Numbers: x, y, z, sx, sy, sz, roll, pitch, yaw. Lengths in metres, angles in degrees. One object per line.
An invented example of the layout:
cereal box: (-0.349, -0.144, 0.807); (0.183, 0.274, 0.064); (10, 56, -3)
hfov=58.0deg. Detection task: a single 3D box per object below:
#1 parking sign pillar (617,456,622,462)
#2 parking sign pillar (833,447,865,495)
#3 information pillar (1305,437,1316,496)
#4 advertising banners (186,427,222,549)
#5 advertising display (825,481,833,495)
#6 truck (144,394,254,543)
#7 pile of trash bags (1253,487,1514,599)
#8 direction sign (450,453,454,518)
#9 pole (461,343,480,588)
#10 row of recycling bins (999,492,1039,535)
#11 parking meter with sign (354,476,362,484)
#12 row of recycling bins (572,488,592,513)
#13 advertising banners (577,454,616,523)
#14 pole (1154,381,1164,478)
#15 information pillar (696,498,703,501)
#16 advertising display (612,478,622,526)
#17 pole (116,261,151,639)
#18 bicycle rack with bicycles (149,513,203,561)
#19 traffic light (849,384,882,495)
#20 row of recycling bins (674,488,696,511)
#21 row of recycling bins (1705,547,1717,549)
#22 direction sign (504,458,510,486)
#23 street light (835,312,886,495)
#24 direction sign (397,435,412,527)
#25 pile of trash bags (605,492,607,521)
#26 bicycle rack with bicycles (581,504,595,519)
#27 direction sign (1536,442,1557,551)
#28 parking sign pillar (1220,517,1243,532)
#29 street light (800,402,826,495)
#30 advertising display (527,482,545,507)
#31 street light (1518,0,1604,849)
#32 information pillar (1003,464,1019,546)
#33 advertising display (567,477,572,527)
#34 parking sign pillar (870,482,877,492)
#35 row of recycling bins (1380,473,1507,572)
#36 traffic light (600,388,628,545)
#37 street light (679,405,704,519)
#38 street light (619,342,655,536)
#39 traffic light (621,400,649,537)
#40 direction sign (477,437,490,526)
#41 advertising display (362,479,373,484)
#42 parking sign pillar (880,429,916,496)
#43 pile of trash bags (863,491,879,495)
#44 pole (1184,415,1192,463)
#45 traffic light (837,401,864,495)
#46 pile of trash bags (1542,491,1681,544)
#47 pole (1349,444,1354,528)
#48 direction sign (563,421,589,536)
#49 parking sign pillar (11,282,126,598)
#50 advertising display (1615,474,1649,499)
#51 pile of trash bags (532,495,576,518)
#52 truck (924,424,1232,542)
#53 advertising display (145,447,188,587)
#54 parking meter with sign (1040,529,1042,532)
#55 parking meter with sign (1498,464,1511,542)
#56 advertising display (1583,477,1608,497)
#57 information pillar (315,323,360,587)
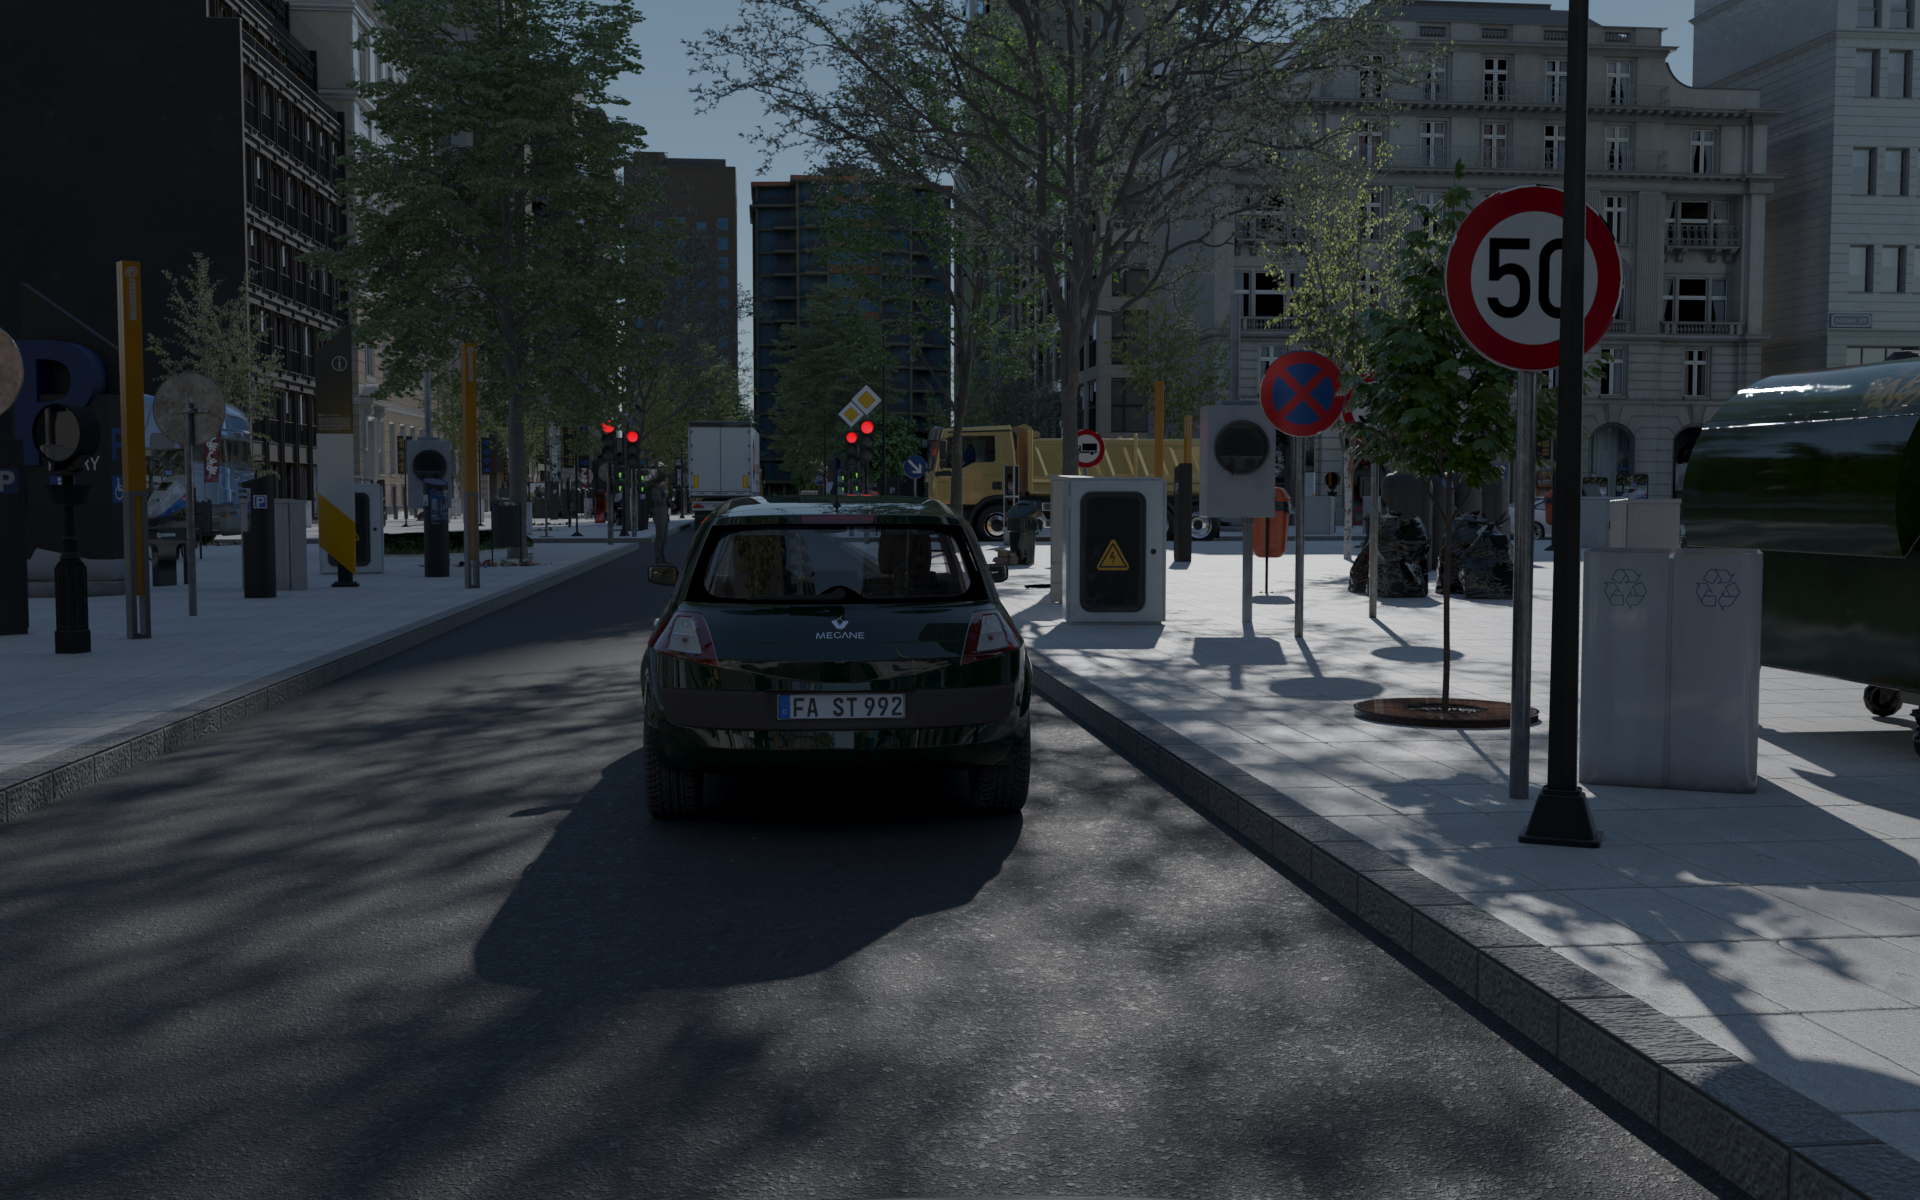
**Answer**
parking sign pillar: (-21.396, -7.239, 106.833); (1.447, 3.967, 1.447); (0, 4, -8)
parking sign pillar: (-5.513, -5.703, 81.710); (1.447, 3.967, 1.447); (-2, 4, -31)
information pillar: (13.484, -4.619, 66.876); (0.183, 3.616, 0.504); (-3, 5, -43)
advertising banners: (-18.217, -2.724, 40.719); (2.074, 3.025, 0.090); (1, 4, 13)
advertising display: (-6.065, -4.829, 84.167); (0.974, 1.923, 0.123); (1, 4, 13)
truck: (-27.609, -3.379, 45.007); (18.799, 4.110, 2.967); (0, 4, -6)
pile of trash bags: (5.385, -0.763, 22.227); (3.447, 1.369, 1.912); (1, 4, 16)
direction sign: (-26.995, -6.085, 91.485); (0.876, 3.537, 0.379); (3, 5, 41)
pole: (-6.655, -1.816, 23.536); (0.158, 3.312, 0.155); (0, 3, 0)
row of recycling bins: (1.805, -2.958, 55.472); (1.069, 1.692, 3.534); (-1, 4, -11)
parking meter with sign: (-25.263, -4.644, 72.188); (1.738, 3.016, 0.543); (-1, 4, -16)
row of recycling bins: (-25.002, -6.651, 115.861); (1.069, 1.692, 3.534); (1, 4, 20)
advertising banners: (-15.819, -4.893, 76.195); (2.074, 3.025, 0.090); (1, 4, 9)
pole: (3.595, -2.291, 31.302); (0.158, 3.312, 0.155); (0, 3, 0)
information pillar: (-16.256, -7.149, 108.243); (0.504, 3.616, 0.183); (-1, 4, -20)
advertising display: (-13.799, -3.970, 70.124); (0.123, 1.923, 0.974); (1, 4, 22)
pole: (-7.300, -1.312, 15.301); (0.158, 3.312, 0.155); (0, 3, 0)
bicycle rack with bicycles: (-15.782, -1.233, 33.537); (2.852, 0.926, 2.925); (0, 4, 3)
traffic light: (-2.419, -3.401, 44.524); (0.839, 4.253, 0.868); (0, 4, -6)
row of recycling bins: (-19.715, -7.142, 123.888); (1.069, 1.692, 3.534); (-2, 4, -31)
row of recycling bins: (8.596, -0.520, 15.621); (3.534, 1.692, 1.069); (2, 4, 34)
direction sign: (-28.249, -7.135, 108.652); (0.379, 3.537, 0.876); (2, 4, 34)
street light: (-2.493, -4.395, 44.399); (1.470, 5.913, 1.316); (0, 4, -6)
direction sign: (-21.567, -4.609, 67.353); (0.379, 3.537, 0.876); (1, 4, 21)
pile of trash bags: (-16.458, -4.438, 82.316); (1.912, 1.369, 3.447); (0, 4, 6)
bicycle rack with bicycles: (-17.632, -4.616, 88.847); (2.925, 0.926, 2.852); (1, 4, 11)
direction sign: (13.433, -2.883, 39.141); (0.876, 3.537, 0.379); (3, 5, 40)
parking sign pillar: (9.552, -4.338, 59.395); (1.447, 3.967, 1.447); (3, 4, 36)
street light: (-7.370, -7.029, 87.473); (1.470, 5.913, 1.316); (0, 4, -6)
advertising display: (-22.994, -5.460, 94.486); (0.974, 1.923, 0.123); (0, 4, 4)
street light: (1.696, -2.059, 6.205); (1.470, 5.913, 1.316); (0, 4, -6)
information pillar: (1.278, -2.365, 43.152); (0.304, 2.012, 0.304); (2, 4, 26)
advertising display: (-15.090, -3.774, 66.924); (0.123, 1.923, 0.974); (-1, 4, -9)
parking sign pillar: (-4.884, -6.725, 98.431); (1.447, 3.967, 1.447); (-3, 5, -40)
row of recycling bins: (8.281, -1.382, 29.709); (1.069, 1.692, 3.534); (3, 5, 43)
traffic light: (-8.838, -3.356, 43.790); (0.839, 4.253, 0.868); (0, 4, -6)
street light: (-14.027, -7.227, 90.694); (1.470, 5.913, 1.316); (0, 4, -6)
street light: (-9.664, -4.892, 52.521); (1.470, 5.913, 1.316); (0, 4, -6)
traffic light: (-9.729, -3.841, 51.725); (0.839, 4.253, 0.868); (0, 4, -6)
direction sign: (-19.147, -4.714, 69.065); (0.876, 3.537, 0.379); (-3, 5, -41)
advertising display: (-26.221, -4.352, 76.370); (0.974, 1.923, 0.123); (2, 4, 33)
parking sign pillar: (-2.347, -5.061, 71.212); (1.447, 3.967, 1.447); (2, 4, 24)
pile of trash bags: (-1.653, -2.749, 54.702); (3.447, 1.369, 1.912); (-3, 5, -39)
pole: (5.913, -3.130, 45.016); (0.158, 3.312, 0.155); (0, 3, 0)
traffic light: (-3.310, -3.886, 52.460); (0.839, 4.253, 0.868); (0, 4, -6)
pile of trash bags: (17.253, -2.213, 45.930); (3.447, 1.369, 1.912); (1, 4, 15)
pole: (14.715, -4.365, 65.203); (0.158, 3.312, 0.155); (0, 3, 0)
direction sign: (-11.630, -3.701, 52.501); (0.379, 3.537, 0.876); (3, 5, 43)
parking sign pillar: (-11.310, -2.051, 22.011); (1.447, 3.967, 1.447); (0, 4, 5)
advertising display: (21.383, -3.054, 55.147); (0.974, 1.923, 0.123); (2, 4, 25)
pile of trash bags: (-22.116, -5.007, 91.618); (3.447, 1.369, 1.912); (-2, 4, -26)
truck: (3.027, -3.279, 49.541); (9.791, 3.379, 3.469); (0, 4, -5)
advertising display: (-11.108, -1.157, 24.138); (0.123, 1.923, 0.974); (1, 4, 16)
parking meter with sign: (1.937, -3.841, 59.060); (1.738, 3.016, 0.543); (0, 4, -5)
parking meter with sign: (10.684, -2.346, 34.611); (0.543, 3.016, 1.738); (0, 4, 6)
advertising display: (24.134, -3.708, 65.840); (0.974, 1.923, 0.123); (-1, 4, -9)
information pillar: (-8.574, -1.985, 23.817); (0.504, 3.616, 0.183); (0, 4, -8)
